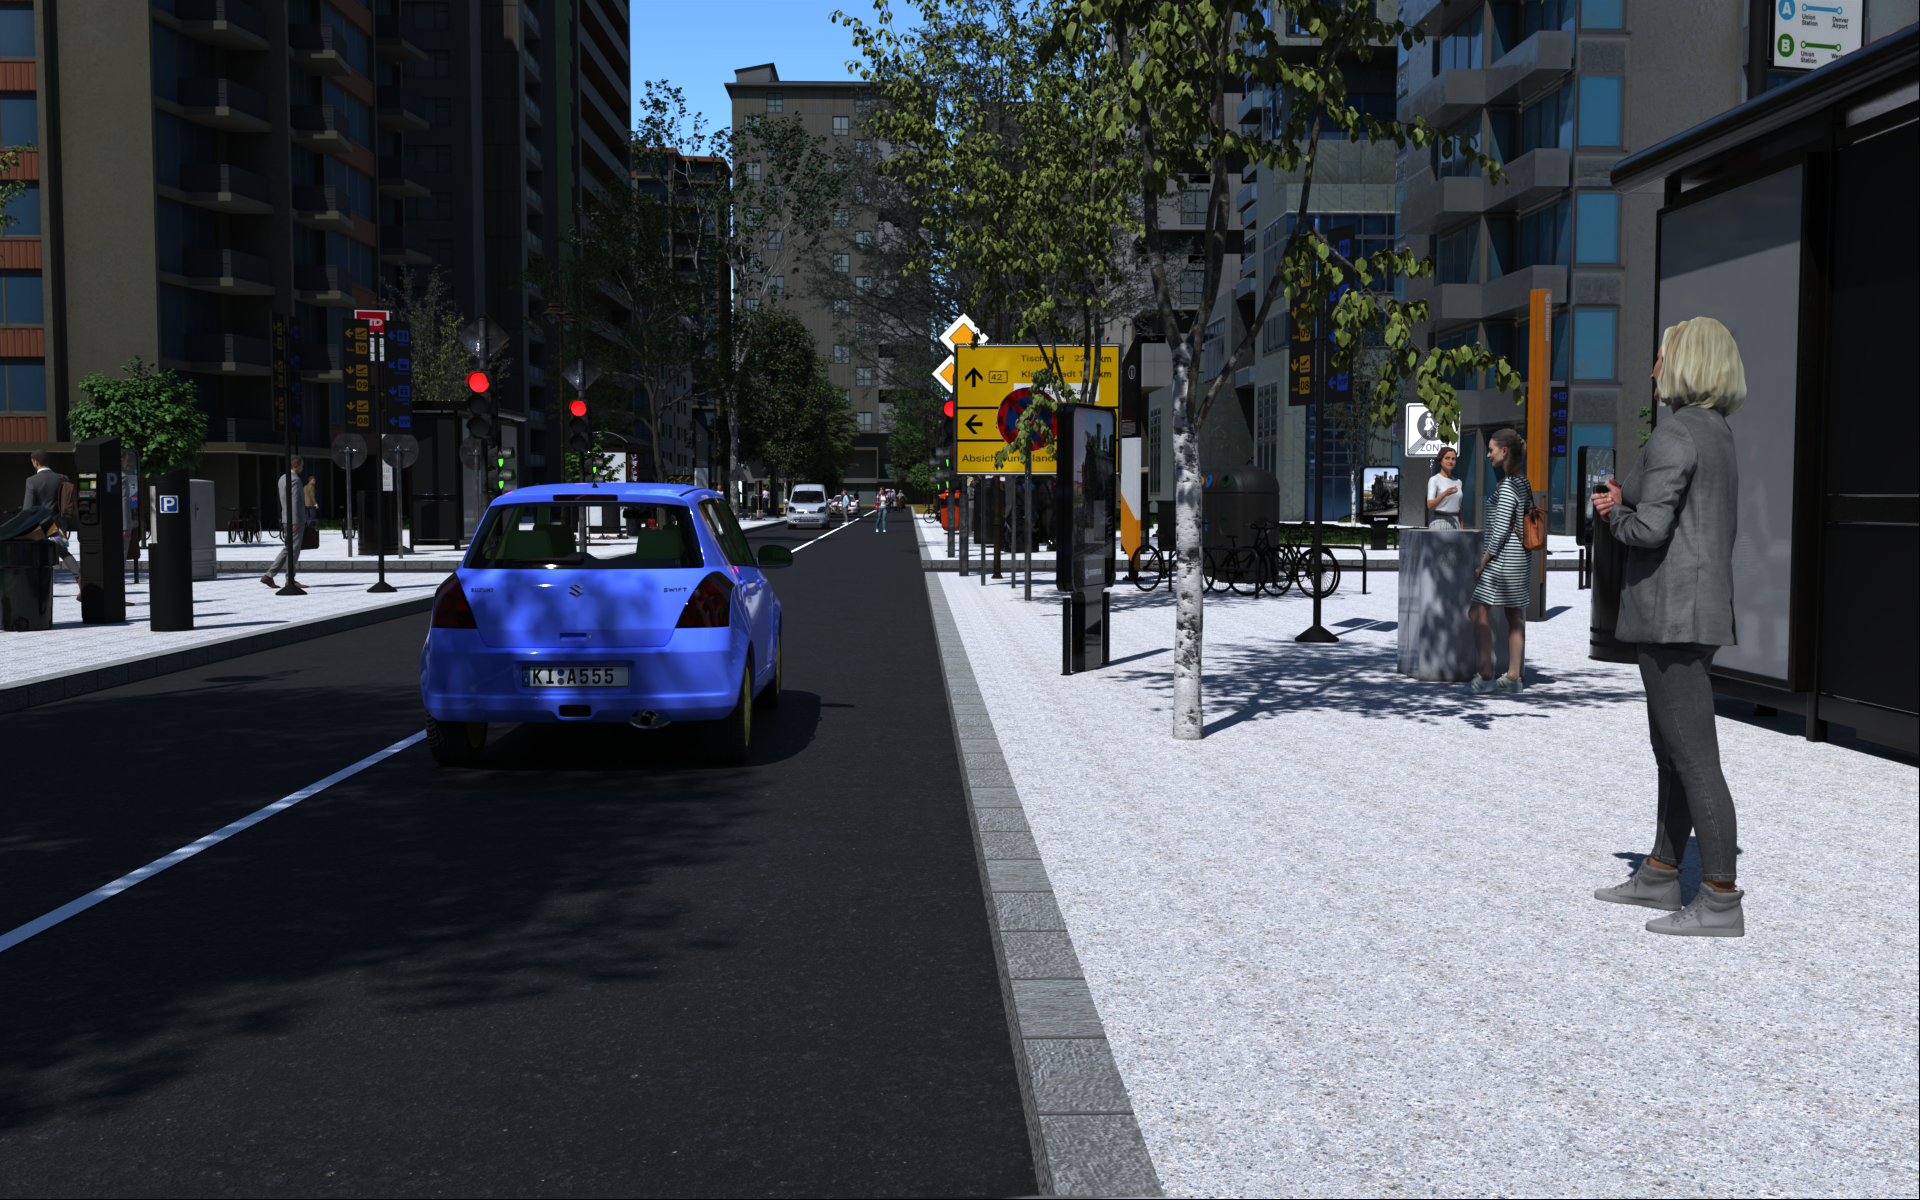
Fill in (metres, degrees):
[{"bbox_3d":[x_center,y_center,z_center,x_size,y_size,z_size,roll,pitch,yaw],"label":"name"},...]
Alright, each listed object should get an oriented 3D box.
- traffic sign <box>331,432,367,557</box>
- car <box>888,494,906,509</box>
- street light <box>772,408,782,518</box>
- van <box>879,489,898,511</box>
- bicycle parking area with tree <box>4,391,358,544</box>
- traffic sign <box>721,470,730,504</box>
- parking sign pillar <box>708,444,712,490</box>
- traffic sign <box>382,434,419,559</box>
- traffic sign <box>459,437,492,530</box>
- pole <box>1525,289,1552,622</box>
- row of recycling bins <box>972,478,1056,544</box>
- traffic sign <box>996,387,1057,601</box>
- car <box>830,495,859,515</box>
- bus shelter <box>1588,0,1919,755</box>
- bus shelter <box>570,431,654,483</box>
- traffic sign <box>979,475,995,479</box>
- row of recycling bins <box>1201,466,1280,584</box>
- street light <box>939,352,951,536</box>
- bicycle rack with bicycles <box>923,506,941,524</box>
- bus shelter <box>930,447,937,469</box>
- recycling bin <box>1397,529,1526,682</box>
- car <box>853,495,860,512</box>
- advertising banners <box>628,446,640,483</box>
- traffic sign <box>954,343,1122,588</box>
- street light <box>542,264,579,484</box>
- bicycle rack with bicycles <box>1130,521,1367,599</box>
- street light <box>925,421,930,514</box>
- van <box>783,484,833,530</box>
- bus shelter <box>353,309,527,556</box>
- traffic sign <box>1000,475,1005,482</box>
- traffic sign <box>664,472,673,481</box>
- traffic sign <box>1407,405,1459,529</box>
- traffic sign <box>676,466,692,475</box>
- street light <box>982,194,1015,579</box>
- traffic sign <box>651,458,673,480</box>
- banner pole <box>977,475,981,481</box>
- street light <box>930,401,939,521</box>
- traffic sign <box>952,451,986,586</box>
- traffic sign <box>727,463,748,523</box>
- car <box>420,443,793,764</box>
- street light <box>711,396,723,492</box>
[{"bbox_3d":[-12.417,-2.146,35.194,0.768,2.556,0.104,0,4,5],"label":"traffic sign"},{"bbox_3d":[-6.261,-9.865,171.086,2.009,1.686,4.222,0,4,-1],"label":"car"},{"bbox_3d":[-9.669,-7.274,91.716,0.468,5.910,1.993,0,4,-2],"label":"street light"},{"bbox_3d":[-6.104,-8.522,146.338,2.013,2.044,4.112,0,4,-1],"label":"van"},{"bbox_3d":[-20.957,-3.704,47.571,8.231,4.147,9.016,1,4,9],"label":"bicycle parking area with tree"},{"bbox_3d":[-12.500,-5.694,93.199,0.768,2.556,0.104,0,4,6],"label":"traffic sign"},{"bbox_3d":[-13.703,-6.405,93.192,1.447,3.967,1.447,0,4,5],"label":"parking sign pillar"},{"bbox_3d":[-11.103,-2.092,34.308,0.768,2.556,0.104,0,4,-1],"label":"traffic sign"},{"bbox_3d":[-10.362,-2.267,37.176,0.768,2.556,0.104,0,3,0],"label":"traffic sign"},{"bbox_3d":[5.790,-1.438,17.356,0.158,3.312,0.155,0,3,0],"label":"pole"},{"bbox_3d":[2.010,-2.319,45.021,3.534,1.692,1.069,-1,4,-23],"label":"row of recycling bins"},{"bbox_3d":[0.818,-1.264,20.768,0.768,2.556,0.104,0,4,-1],"label":"traffic sign"},{"bbox_3d":[-8.050,-6.611,120.448,2.083,1.381,4.827,0,4,-2],"label":"car"},{"bbox_3d":[5.186,-1.937,9.307,2.179,5.291,8.768,0,4,-2],"label":"bus shelter"},{"bbox_3d":[-11.558,-3.937,58.297,2.014,3.302,5.546,0,4,-2],"label":"bus shelter"},{"bbox_3d":[1.149,-4.424,72.436,0.768,2.556,0.104,0,4,2],"label":"traffic sign"},{"bbox_3d":[4.180,-1.187,26.517,1.069,1.692,3.534,0,4,-2],"label":"row of recycling bins"},{"bbox_3d":[-0.297,-4.886,52.669,0.468,5.910,1.993,0,4,-2],"label":"street light"},{"bbox_3d":[-0.142,-3.812,75.700,2.925,0.926,2.852,0,4,-1],"label":"bicycle rack with bicycles"},{"bbox_3d":[-0.667,-6.019,89.700,1.731,3.624,6.357,0,4,-2],"label":"bus shelter"},{"bbox_3d":[3.509,0.025,12.148,0.722,1.027,0.722,0,4,1],"label":"recycling bin"},{"bbox_3d":[-8.851,-7.616,137.095,1.945,1.354,3.894,0,4,-1],"label":"car"},{"bbox_3d":[-11.255,-4.095,63.145,2.074,3.025,0.090,-3,5,-44],"label":"advertising banners"},{"bbox_3d":[1.051,-1.809,23.453,2.265,3.308,0.079,0,4,3],"label":"traffic sign"},{"bbox_3d":[-8.018,-3.800,34.912,0.468,5.910,1.993,0,4,-2],"label":"street light"},{"bbox_3d":[3.930,-0.541,22.224,2.852,0.926,2.925,-2,4,-29],"label":"bicycle rack with bicycles"},{"bbox_3d":[-1.975,-8.373,109.692,0.468,5.910,1.993,0,4,-2],"label":"street light"},{"bbox_3d":[-6.229,-3.934,71.331,2.013,2.044,4.112,0,4,-3],"label":"van"},{"bbox_3d":[-12.114,-3.833,40.303,2.179,5.291,8.768,0,4,-2],"label":"bus shelter"},{"bbox_3d":[2.038,-5.027,82.300,0.768,2.556,0.104,0,4,5],"label":"traffic sign"},{"bbox_3d":[-11.388,-4.062,66.522,0.768,2.556,0.104,0,4,8],"label":"traffic sign"},{"bbox_3d":[5.337,-1.070,19.630,0.606,2.300,0.079,0,4,1],"label":"traffic sign"},{"bbox_3d":[-10.091,-3.743,63.330,0.606,2.300,0.079,0,4,7],"label":"traffic sign"},{"bbox_3d":[0.565,-3.262,26.119,0.468,5.910,1.993,0,4,-2],"label":"street light"},{"bbox_3d":[-10.529,-3.739,61.245,0.768,2.556,0.104,0,4,1],"label":"traffic sign"},{"bbox_3d":[1.096,-6.419,94.961,0.401,3.779,0.863,2,4,33],"label":"banner pole"},{"bbox_3d":[-1.050,-6.623,81.073,0.468,5.910,1.993,0,4,-2],"label":"street light"},{"bbox_3d":[0.324,-1.479,24.190,0.884,2.594,0.081,0,4,5],"label":"traffic sign"},{"bbox_3d":[-9.170,-4.371,71.477,0.884,2.594,0.081,0,4,3],"label":"traffic sign"},{"bbox_3d":[-2.005,-0.055,10.499,1.945,1.707,3.694,0,4,-2],"label":"car"},{"bbox_3d":[-8.948,-5.537,63.311,0.468,5.910,1.993,0,4,-2],"label":"street light"}]
